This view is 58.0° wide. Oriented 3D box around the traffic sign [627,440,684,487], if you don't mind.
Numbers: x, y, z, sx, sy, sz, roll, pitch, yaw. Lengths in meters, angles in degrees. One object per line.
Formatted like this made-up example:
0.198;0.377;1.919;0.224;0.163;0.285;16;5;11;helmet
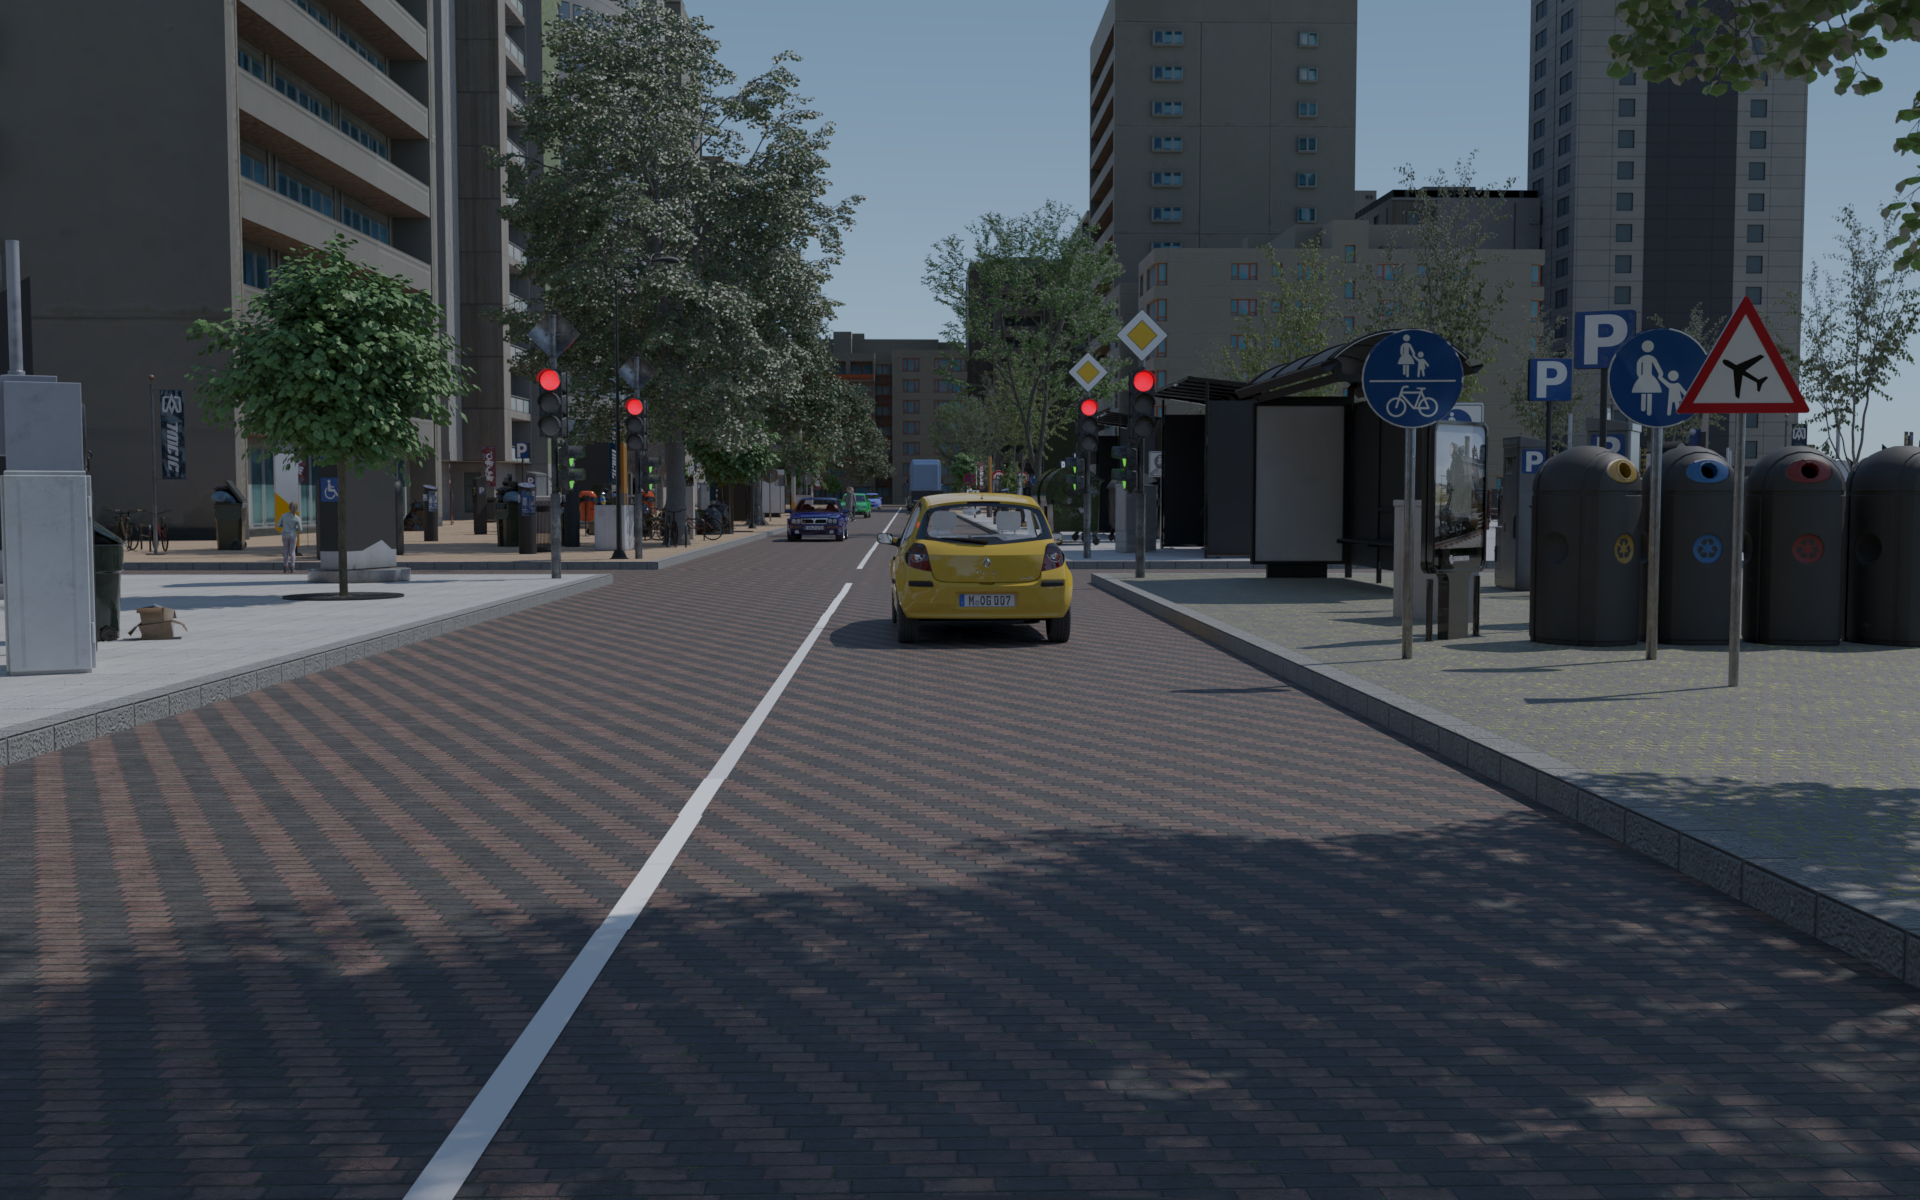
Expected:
-11.495;-4.349;64.982;2.265;3.308;0.079;0;4;3;traffic sign

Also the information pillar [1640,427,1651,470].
14.246;-2.713;35.720;0.183;3.616;0.504;1;4;9;information pillar

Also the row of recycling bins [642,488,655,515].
-19.317;-6.041;105.891;1.069;1.692;3.534;0;4;6;row of recycling bins

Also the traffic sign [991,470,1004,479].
2.074;-5.679;92.963;0.768;2.556;0.104;0;4;4;traffic sign

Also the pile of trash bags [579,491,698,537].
-9.853;-2.603;52.308;3.447;1.369;1.912;0;4;0;pile of trash bags

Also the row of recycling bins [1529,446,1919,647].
6.717;-0.478;14.934;3.534;1.692;1.069;0;4;1;row of recycling bins

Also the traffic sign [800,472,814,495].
-8.499;-5.865;96.001;0.768;2.556;0.104;0;4;2;traffic sign

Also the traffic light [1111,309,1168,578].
2.745;-2.296;26.453;0.839;4.253;0.868;0;4;-2;traffic light

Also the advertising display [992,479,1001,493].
1.549;-4.153;73.119;0.123;1.923;0.974;-1;4;-15;advertising display

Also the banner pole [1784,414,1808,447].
26.044;-3.923;54.163;0.863;3.779;0.401;1;4;10;banner pole

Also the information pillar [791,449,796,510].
-7.916;-5.569;82.399;0.183;3.616;0.504;-1;4;-21;information pillar

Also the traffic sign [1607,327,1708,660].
5.363;-0.810;13.356;0.768;2.556;0.104;0;4;8;traffic sign

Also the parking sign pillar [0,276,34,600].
-12.122;-2.010;21.329;1.447;3.967;1.447;-2;4;-30;parking sign pillar

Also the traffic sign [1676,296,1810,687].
5.161;-0.702;11.484;0.884;2.594;0.081;0;4;-1;traffic sign

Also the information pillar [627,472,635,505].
-10.746;-3.216;57.073;0.304;2.012;0.304;-2;4;-34;information pillar

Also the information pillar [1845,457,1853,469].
54.098;-6.977;105.433;0.504;3.616;0.183;3;4;37;information pillar

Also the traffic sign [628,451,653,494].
-9.289;-3.073;50.352;0.768;2.556;0.104;0;4;5;traffic sign

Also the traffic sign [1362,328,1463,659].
3.481;-0.814;13.410;0.768;2.556;0.104;0;4;5;traffic sign

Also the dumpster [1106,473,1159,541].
4.675;-2.508;46.758;1.264;1.857;1.865;0;4;-2;dumpster

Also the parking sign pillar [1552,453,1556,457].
36.250;-7.181;105.881;1.447;3.967;1.447;0;4;8;parking sign pillar

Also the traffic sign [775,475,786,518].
-9.478;-5.455;91.322;0.606;2.300;0.079;0;4;6;traffic sign

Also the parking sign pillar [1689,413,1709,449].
21.833;-3.835;51.180;1.447;3.967;1.447;2;4;26;parking sign pillar

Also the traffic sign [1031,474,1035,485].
4.864;-6.724;110.043;0.768;2.556;0.104;0;4;4;traffic sign

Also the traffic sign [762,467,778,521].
-8.887;-4.952;81.068;0.768;2.556;0.104;0;4;2;traffic sign

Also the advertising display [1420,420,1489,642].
4.375;-0.618;15.321;0.123;1.923;0.974;3;5;44;advertising display

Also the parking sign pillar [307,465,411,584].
-8.853;-2.260;25.417;1.447;3.967;1.447;1;4;15;parking sign pillar

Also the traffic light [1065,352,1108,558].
2.516;-2.784;34.434;0.839;4.253;0.868;0;4;-2;traffic light

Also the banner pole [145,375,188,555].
-16.742;-2.842;36.491;0.863;3.779;0.401;-2;4;-31;banner pole

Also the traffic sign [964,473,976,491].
0.604;-6.432;105.273;0.768;2.556;0.104;0;4;3;traffic sign

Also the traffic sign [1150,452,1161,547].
4.826;-2.408;41.506;0.606;2.300;0.079;0;4;3;traffic sign

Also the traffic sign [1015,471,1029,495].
3.416;-5.838;95.559;0.768;2.556;0.104;0;4;6;traffic sign

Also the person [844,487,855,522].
-5.780;-4.951;89.551;0.767;1.812;0.694;-1;4;-15;person

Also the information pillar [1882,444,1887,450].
43.124;-5.463;80.670;0.183;3.616;0.504;-2;4;-34;information pillar

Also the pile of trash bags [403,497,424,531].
-19.315;-3.049;59.596;1.912;1.369;3.447;0;4;0;pile of trash bags

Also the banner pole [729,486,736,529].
-8.558;-4.554;64.471;0.401;3.779;0.863;0;4;-8;banner pole

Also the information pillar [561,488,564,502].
-16.765;-4.232;73.691;0.304;2.012;0.304;1;4;14;information pillar

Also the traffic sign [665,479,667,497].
-10.841;-3.916;64.127;0.768;2.556;0.104;0;4;1;traffic sign

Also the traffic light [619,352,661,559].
-6.341;-2.767;34.165;0.839;4.253;0.868;0;4;-2;traffic light

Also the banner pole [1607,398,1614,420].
16.685;-3.334;44.529;0.401;3.779;0.863;2;4;31;banner pole

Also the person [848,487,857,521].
-5.819;-5.062;91.454;0.709;1.800;0.728;1;4;22;person

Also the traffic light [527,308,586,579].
-6.112;-2.279;26.184;0.839;4.253;0.868;0;4;-2;traffic light

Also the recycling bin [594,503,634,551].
-7.852;-1.638;39.336;0.722;1.027;0.722;0;4;7;recycling bin

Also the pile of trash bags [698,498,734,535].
-8.891;-2.792;55.394;3.447;1.369;1.912;2;4;24;pile of trash bags

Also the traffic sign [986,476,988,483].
2.015;-6.638;108.634;0.768;2.556;0.104;0;4;5;traffic sign

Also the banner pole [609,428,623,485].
-11.468;-4.166;58.128;0.401;3.779;0.863;3;4;37;banner pole

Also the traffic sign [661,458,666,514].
-10.565;-3.752;61.454;0.768;2.556;0.104;0;4;7;traffic sign

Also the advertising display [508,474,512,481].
-14.359;-3.066;55.340;0.123;1.923;0.974;-1;4;-15;advertising display

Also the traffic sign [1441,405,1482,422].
5.559;-1.062;19.497;0.606;2.300;0.079;0;4;4;traffic sign

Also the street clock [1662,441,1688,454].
9.870;-1.186;23.954;0.471;2.002;0.358;-3;5;-41;street clock

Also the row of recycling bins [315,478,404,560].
-12.173;-1.711;35.090;1.069;1.692;3.534;0;4;-1;row of recycling bins

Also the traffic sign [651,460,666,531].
-10.707;-3.720;60.930;0.768;2.556;0.104;0;4;5;traffic sign

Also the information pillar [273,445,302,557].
-13.817;-2.702;35.528;0.504;3.616;0.183;-3;5;-44;information pillar

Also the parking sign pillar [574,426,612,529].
-13.649;-4.646;64.434;1.447;3.967;1.447;-2;4;-25;parking sign pillar

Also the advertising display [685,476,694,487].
-10.055;-3.496;62.376;0.974;1.923;0.123;-2;4;-31;advertising display
